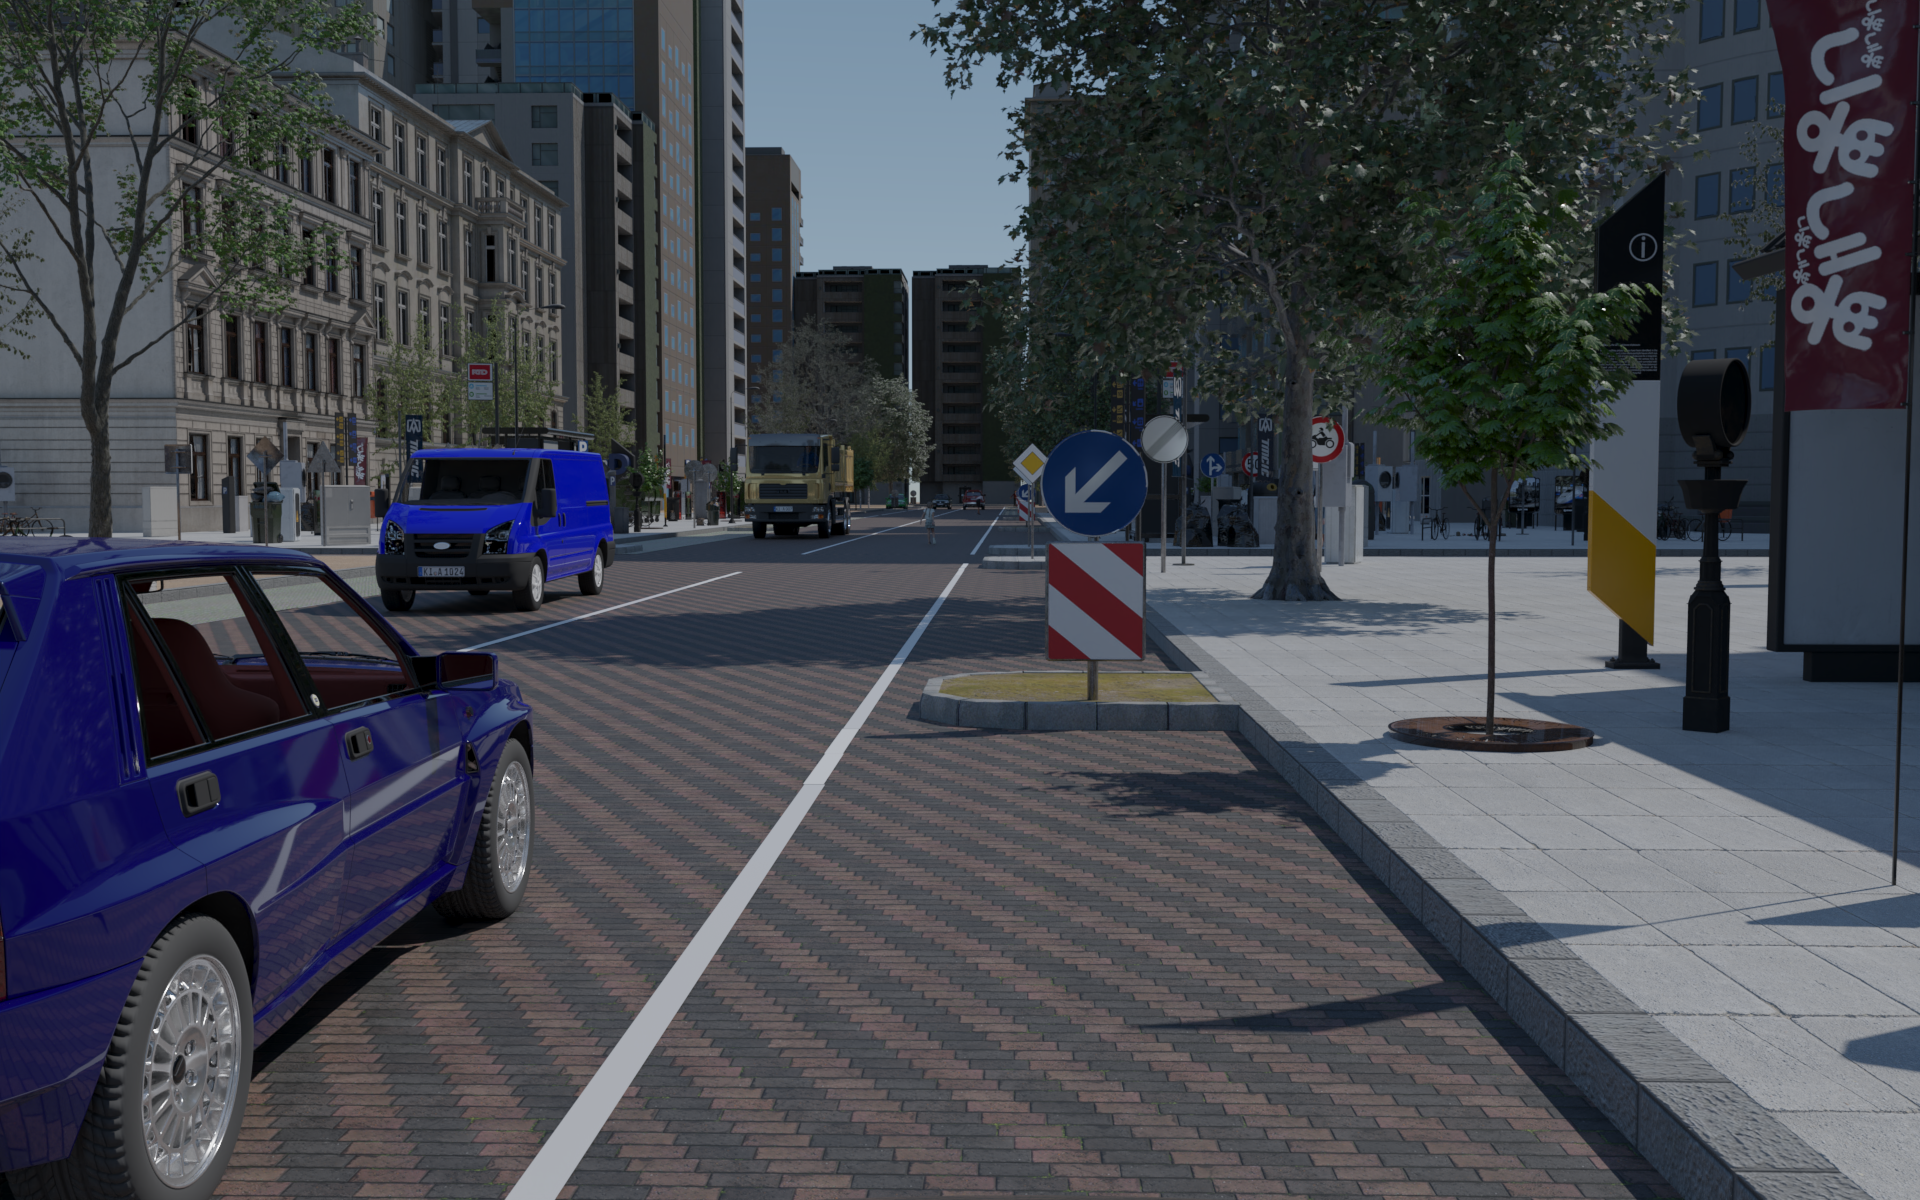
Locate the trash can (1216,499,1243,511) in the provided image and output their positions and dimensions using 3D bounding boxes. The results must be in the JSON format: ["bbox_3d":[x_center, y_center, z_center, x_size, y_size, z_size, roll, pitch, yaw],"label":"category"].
[{"bbox_3d":[7.530,-2.249,48.427,0.748,1.137,0.748,0,3,0],"label":"trash can"}]

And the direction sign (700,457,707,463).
[{"bbox_3d":[-15.578,-6.929,105.292,0.379,3.537,0.876,1,4,21],"label":"direction sign"}]

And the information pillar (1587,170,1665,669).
[{"bbox_3d":[4.873,-1.303,12.656,0.504,3.616,0.183,0,4,1],"label":"information pillar"}]

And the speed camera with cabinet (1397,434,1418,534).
[{"bbox_3d":[14.215,-3.758,55.786,0.660,3.252,2.038,0,4,2],"label":"speed camera with cabinet"}]

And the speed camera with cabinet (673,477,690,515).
[{"bbox_3d":[-17.197,-6.888,106.953,0.660,3.252,2.038,-1,4,-23],"label":"speed camera with cabinet"}]

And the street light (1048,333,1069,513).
[{"bbox_3d":[3.362,-4.736,49.978,1.470,5.913,1.316,0,4,2],"label":"street light"}]

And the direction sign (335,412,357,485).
[{"bbox_3d":[-17.097,-3.443,48.298,0.379,3.537,0.876,1,4,19],"label":"direction sign"}]

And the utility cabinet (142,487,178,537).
[{"bbox_3d":[-23.996,-2.645,51.925,0.318,1.500,1.173,1,4,13],"label":"utility cabinet"}]

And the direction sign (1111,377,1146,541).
[{"bbox_3d":[3.149,-2.479,32.521,0.379,3.537,0.876,-3,5,-40],"label":"direction sign"}]

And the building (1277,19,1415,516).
[{"bbox_3d":[26.985,-20.652,109.361,14.160,30.474,14.107,0,4,2],"label":"building"}]

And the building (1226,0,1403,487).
[{"bbox_3d":[32.679,-31.371,132.526,23.786,49.044,30.456,0,4,2],"label":"building"}]

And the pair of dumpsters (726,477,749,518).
[{"bbox_3d":[-11.822,-5.609,94.200,1.574,2.255,4.437,0,4,2],"label":"pair of dumpsters"}]

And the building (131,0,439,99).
[{"bbox_3d":[-63.951,-35.312,166.593,27.495,52.752,28.713,0,4,2],"label":"building"}]

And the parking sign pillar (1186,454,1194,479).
[{"bbox_3d":[15.395,-7.843,116.708,1.447,3.967,1.447,0,4,-6],"label":"parking sign pillar"}]

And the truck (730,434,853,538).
[{"bbox_3d":[-5.341,-3.799,58.039,3.469,3.379,9.791,0,4,2],"label":"truck"}]

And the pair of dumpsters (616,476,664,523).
[{"bbox_3d":[-14.275,-4.548,76.857,1.574,2.255,4.437,0,4,2],"label":"pair of dumpsters"}]

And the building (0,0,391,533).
[{"bbox_3d":[-30.268,-12.322,66.089,10.561,19.102,19.286,0,4,2],"label":"building"}]

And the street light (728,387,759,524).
[{"bbox_3d":[-9.394,-6.283,75.263,1.470,5.913,1.316,0,4,2],"label":"street light"}]

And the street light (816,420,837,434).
[{"bbox_3d":[-8.382,-8.285,108.007,1.470,5.913,1.316,0,4,2],"label":"street light"}]

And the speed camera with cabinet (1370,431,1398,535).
[{"bbox_3d":[12.521,-3.632,53.727,2.038,3.252,0.660,-2,4,-34],"label":"speed camera with cabinet"}]

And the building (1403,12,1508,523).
[{"bbox_3d":[28.670,-24.405,82.624,14.154,41.232,14.086,0,4,2],"label":"building"}]

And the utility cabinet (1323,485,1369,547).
[{"bbox_3d":[9.285,-2.036,41.973,1.173,1.500,0.318,2,4,34],"label":"utility cabinet"}]

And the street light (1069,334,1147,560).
[{"bbox_3d":[2.942,-3.744,33.752,1.470,5.913,1.316,0,4,2],"label":"street light"}]

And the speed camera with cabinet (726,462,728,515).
[{"bbox_3d":[-13.775,-6.953,108.015,2.038,3.252,0.660,1,4,18],"label":"speed camera with cabinet"}]

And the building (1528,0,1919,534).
[{"bbox_3d":[37.268,-31.889,63.379,28.212,58.520,21.231,0,4,2],"label":"building"}]

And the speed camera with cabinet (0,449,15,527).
[{"bbox_3d":[-31.700,-3.764,55.883,2.038,3.252,0.660,-3,5,-42],"label":"speed camera with cabinet"}]

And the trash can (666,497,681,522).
[{"bbox_3d":[-13.452,-4.249,81.128,0.748,1.137,0.748,0,3,0],"label":"trash can"}]

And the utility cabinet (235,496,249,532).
[{"bbox_3d":[-24.698,-2.948,59.355,0.306,1.237,1.020,0,4,-6],"label":"utility cabinet"}]

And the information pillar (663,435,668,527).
[{"bbox_3d":[-11.574,-4.685,67.949,0.183,3.616,0.504,-1,4,-8],"label":"information pillar"}]

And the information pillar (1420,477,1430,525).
[{"bbox_3d":[19.617,-4.191,73.010,0.304,2.012,0.304,0,4,-8],"label":"information pillar"}]

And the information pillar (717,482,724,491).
[{"bbox_3d":[-12.582,-5.303,91.193,0.304,2.012,0.304,2,4,33],"label":"information pillar"}]

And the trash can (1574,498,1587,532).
[{"bbox_3d":[21.085,-2.867,58.528,0.748,1.137,0.748,0,3,0],"label":"trash can"}]

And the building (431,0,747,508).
[{"bbox_3d":[-35.577,-38.355,169.108,28.212,58.520,21.231,0,4,2],"label":"building"}]

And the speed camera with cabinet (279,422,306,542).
[{"bbox_3d":[-18.276,-3.233,47.198,0.660,3.252,2.038,-1,4,-12],"label":"speed camera with cabinet"}]

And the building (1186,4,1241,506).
[{"bbox_3d":[31.746,-37.993,163.183,21.231,58.520,28.212,0,4,2],"label":"building"}]

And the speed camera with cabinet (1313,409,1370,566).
[{"bbox_3d":[6.925,-2.277,31.573,0.660,3.252,2.038,1,4,21],"label":"speed camera with cabinet"}]

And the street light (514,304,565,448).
[{"bbox_3d":[-10.348,-4.280,42.517,1.470,5.913,1.316,0,4,2],"label":"street light"}]

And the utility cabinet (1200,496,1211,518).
[{"bbox_3d":[8.424,-2.878,58.210,0.306,1.237,1.020,-1,4,-16],"label":"utility cabinet"}]

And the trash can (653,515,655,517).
[{"bbox_3d":[-17.417,-5.229,97.143,0.748,1.137,0.748,0,3,0],"label":"trash can"}]

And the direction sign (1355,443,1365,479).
[{"bbox_3d":[17.676,-5.179,76.681,0.379,3.537,0.876,-1,4,-13],"label":"direction sign"}]

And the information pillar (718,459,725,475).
[{"bbox_3d":[-15.924,-7.609,115.755,0.504,3.616,0.183,-3,5,-44],"label":"information pillar"}]

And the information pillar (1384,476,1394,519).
[{"bbox_3d":[17.348,-4.010,70.051,0.304,2.012,0.304,-3,5,-43],"label":"information pillar"}]

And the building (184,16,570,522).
[{"bbox_3d":[-30.810,-16.747,92.903,14.460,24.649,34.723,0,4,2],"label":"building"}]

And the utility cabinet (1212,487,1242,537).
[{"bbox_3d":[7.886,-2.596,51.130,0.318,1.500,1.173,-1,4,-21],"label":"utility cabinet"}]

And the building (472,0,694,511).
[{"bbox_3d":[-29.433,-29.894,138.882,14.600,45.320,14.200,0,4,2],"label":"building"}]

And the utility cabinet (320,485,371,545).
[{"bbox_3d":[-15.361,-2.119,43.318,0.318,1.500,1.173,3,5,44],"label":"utility cabinet"}]

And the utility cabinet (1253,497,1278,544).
[{"bbox_3d":[8.027,-2.028,44.319,1.020,1.237,0.306,-1,4,-20],"label":"utility cabinet"}]

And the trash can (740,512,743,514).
[{"bbox_3d":[-13.134,-5.542,102.270,0.748,1.137,0.748,0,3,0],"label":"trash can"}]

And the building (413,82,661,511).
[{"bbox_3d":[-30.185,-21.622,125.225,14.160,30.474,14.107,0,4,2],"label":"building"}]

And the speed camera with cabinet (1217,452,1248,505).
[{"bbox_3d":[13.164,-5.348,81.776,2.038,3.252,0.660,0,4,4],"label":"speed camera with cabinet"}]

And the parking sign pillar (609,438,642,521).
[{"bbox_3d":[-16.231,-5.791,83.158,1.447,3.967,1.447,2,4,24],"label":"parking sign pillar"}]
